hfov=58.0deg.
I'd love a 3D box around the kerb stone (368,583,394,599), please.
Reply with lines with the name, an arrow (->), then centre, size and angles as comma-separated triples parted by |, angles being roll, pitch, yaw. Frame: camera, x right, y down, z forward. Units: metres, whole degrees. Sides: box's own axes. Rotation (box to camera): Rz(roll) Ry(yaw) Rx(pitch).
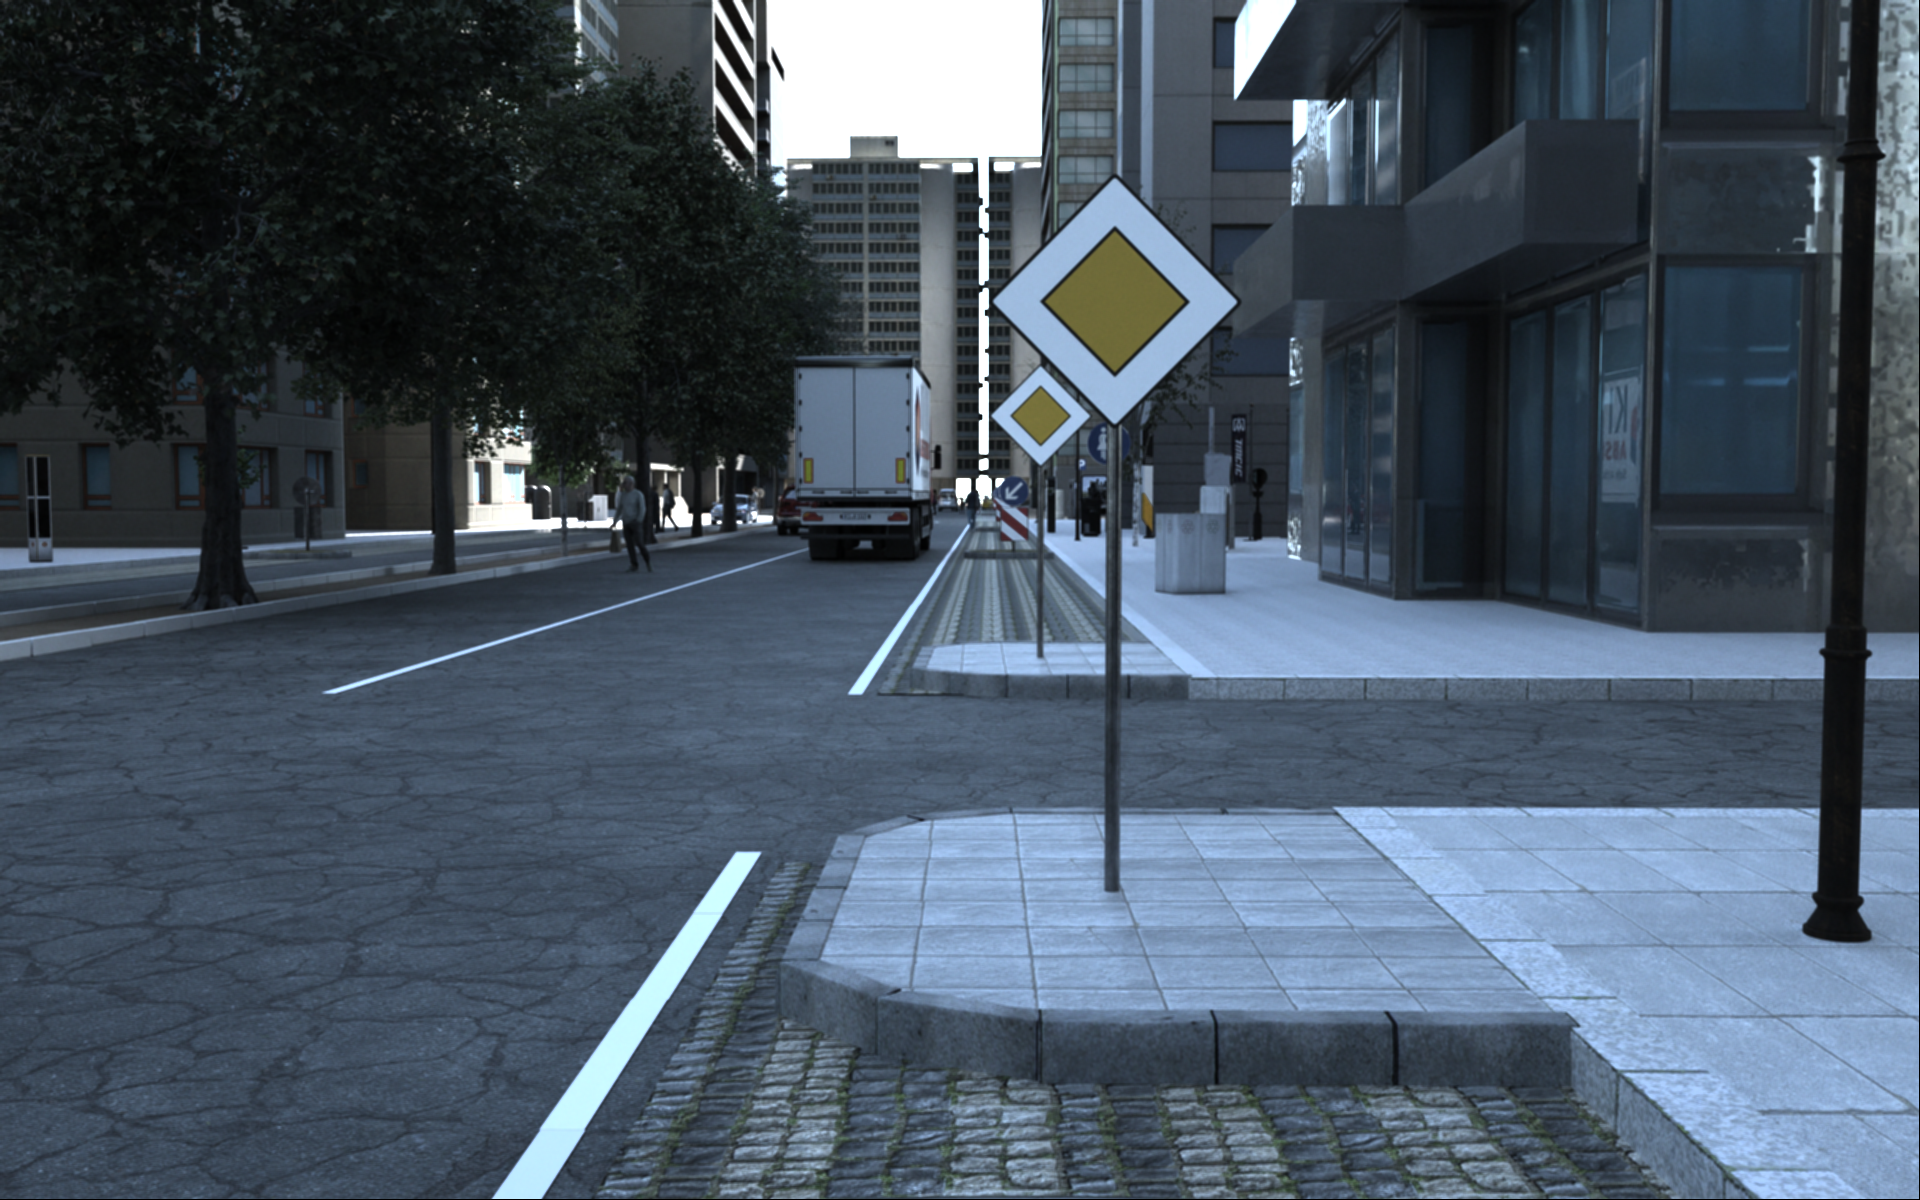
kerb stone -> -8.119, -0.111, 24.017 | 0.120, 0.150, 1.000 | 0, 4, 1

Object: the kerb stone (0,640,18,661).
kerb stone -> -8.277, 0.455, 14.800 | 0.120, 0.150, 1.000 | 0, 4, 1

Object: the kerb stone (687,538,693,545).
kerb stone -> -7.701, -1.615, 48.607 | 0.120, 0.150, 1.000 | 0, 4, 1

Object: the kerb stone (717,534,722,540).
kerb stone -> -7.614, -1.920, 53.724 | 0.120, 0.150, 1.000 | 0, 4, 1

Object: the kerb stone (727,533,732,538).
kerb stone -> -7.573, -2.054, 55.774 | 0.120, 0.150, 1.000 | 0, 4, 1

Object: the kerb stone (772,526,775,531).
kerb stone -> -7.379, -2.741, 67.040 | 0.120, 0.150, 1.000 | 0, 4, 1

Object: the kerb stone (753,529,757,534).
kerb stone -> -7.470, -2.426, 61.911 | 0.120, 0.150, 1.000 | 0, 4, 1

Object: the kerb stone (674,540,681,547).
kerb stone -> -7.726, -1.486, 46.553 | 0.120, 0.150, 1.000 | 0, 4, 1

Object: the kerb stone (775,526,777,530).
kerb stone -> -7.362, -2.803, 68.066 | 0.120, 0.150, 1.000 | 0, 4, 1

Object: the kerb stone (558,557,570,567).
kerb stone -> -7.939, -0.736, 34.258 | 0.120, 0.150, 1.000 | 0, 4, 1

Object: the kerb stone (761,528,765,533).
kerb stone -> -7.432, -2.554, 63.961 | 0.120, 0.150, 1.000 | 0, 4, 1

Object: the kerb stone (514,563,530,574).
kerb stone -> -7.991, -0.547, 31.188 | 0.120, 0.150, 1.000 | 0, 4, 1

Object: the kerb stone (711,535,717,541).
kerb stone -> -7.623, -1.866, 52.701 | 0.120, 0.150, 1.000 | 0, 4, 1

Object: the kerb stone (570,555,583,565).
kerb stone -> -7.919, -0.800, 35.280 | 0.120, 0.150, 1.000 | 0, 4, 1

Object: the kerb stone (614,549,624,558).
kerb stone -> -7.855, -1.050, 39.379 | 0.120, 0.150, 1.000 | 0, 4, 1

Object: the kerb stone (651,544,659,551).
kerb stone -> -7.785, -1.302, 43.487 | 0.120, 0.150, 1.000 | 0, 4, 1

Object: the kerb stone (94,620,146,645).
kerb stone -> -8.248, 0.331, 16.857 | 0.120, 0.150, 1.000 | 0, 4, 1

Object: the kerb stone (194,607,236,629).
kerb stone -> -8.207, 0.205, 18.901 | 0.120, 0.150, 1.000 | 0, 4, 1

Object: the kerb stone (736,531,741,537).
kerb stone -> -7.535, -2.178, 57.819 | 0.120, 0.150, 1.000 | 0, 4, 1

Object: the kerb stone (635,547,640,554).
kerb stone -> -7.821, -1.177, 41.442 | 0.120, 0.150, 1.000 | 0, 4, 1

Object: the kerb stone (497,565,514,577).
kerb stone -> -8.008, -0.487, 30.164 | 0.120, 0.150, 1.000 | 0, 4, 1

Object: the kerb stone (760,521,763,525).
kerb stone -> -9.262, -3.499, 79.404 | 0.120, 0.150, 1.000 | 0, 4, 1

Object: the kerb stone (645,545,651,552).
kerb stone -> -7.798, -1.235, 42.465 | 0.120, 0.150, 1.000 | 0, 4, 1

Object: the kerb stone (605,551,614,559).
kerb stone -> -7.876, -0.988, 38.351 | 0.120, 0.150, 1.000 | 0, 4, 1

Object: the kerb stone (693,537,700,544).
kerb stone -> -7.676, -1.678, 49.629 | 0.120, 0.150, 1.000 | 0, 4, 1

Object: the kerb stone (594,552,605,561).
kerb stone -> -7.887, -0.923, 37.329 | 0.120, 0.150, 1.000 | 0, 4, 1

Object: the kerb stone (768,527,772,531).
kerb stone -> -7.396, -2.680, 66.011 | 0.120, 0.150, 1.000 | 0, 4, 1

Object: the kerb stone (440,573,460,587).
kerb stone -> -8.069, -0.300, 27.097 | 0.120, 0.150, 1.000 | 0, 4, 1

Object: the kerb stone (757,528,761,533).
kerb stone -> -7.441, -2.492, 62.933 | 0.120, 0.150, 1.000 | 0, 4, 1

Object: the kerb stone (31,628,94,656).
kerb stone -> -8.255, 0.390, 15.827 | 0.120, 0.150, 1.000 | 0, 4, 1

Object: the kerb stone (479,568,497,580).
kerb stone -> -8.037, -0.422, 29.142 | 0.120, 0.150, 1.000 | 0, 4, 1

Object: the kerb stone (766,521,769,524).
kerb stone -> -9.229, -3.620, 81.448 | 0.120, 0.150, 1.000 | 0, 4, 1

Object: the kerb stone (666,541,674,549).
kerb stone -> -7.746, -1.425, 45.531 | 0.120, 0.150, 1.000 | 0, 4, 1

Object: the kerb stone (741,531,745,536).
kerb stone -> -7.518, -2.241, 58.841 | 0.120, 0.150, 1.000 | 0, 4, 1

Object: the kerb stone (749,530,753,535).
kerb stone -> -7.479, -2.367, 60.889 | 0.120, 0.150, 1.000 | 0, 4, 1

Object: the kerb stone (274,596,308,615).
kerb stone -> -8.173, 0.076, 20.951 | 0.120, 0.150, 1.000 | 0, 4, 1

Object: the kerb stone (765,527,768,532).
kerb stone -> -7.411, -2.617, 64.989 | 0.120, 0.150, 1.000 | 0, 4, 1

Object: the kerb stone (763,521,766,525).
kerb stone -> -9.245, -3.561, 80.426 | 0.120, 0.150, 1.000 | 0, 4, 1

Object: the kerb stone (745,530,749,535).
kerb stone -> -7.493, -2.301, 59.867 | 0.120, 0.150, 1.000 | 0, 4, 1

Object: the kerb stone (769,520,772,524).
kerb stone -> -9.213, -3.687, 82.479 | 0.120, 0.150, 1.000 | 0, 4, 1

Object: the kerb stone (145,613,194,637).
kerb stone -> -8.226, 0.264, 17.879 | 0.120, 0.150, 1.000 | 0, 4, 1

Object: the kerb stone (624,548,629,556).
kerb stone -> -7.834, -1.112, 40.412 | 0.120, 0.150, 1.000 | 0, 4, 1

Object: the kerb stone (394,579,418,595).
kerb stone -> -8.100, -0.174, 25.043 | 0.120, 0.150, 1.000 | 0, 4, 1

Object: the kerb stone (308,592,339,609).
kerb stone -> -8.154, 0.014, 21.973 | 0.120, 0.150, 1.000 | 0, 4, 1

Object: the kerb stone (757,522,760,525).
kerb stone -> -9.278, -3.436, 78.382 | 0.120, 0.150, 1.000 | 0, 4, 1

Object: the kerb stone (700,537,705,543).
kerb stone -> -7.660, -1.737, 50.652 | 0.120, 0.150, 1.000 | 0, 4, 1

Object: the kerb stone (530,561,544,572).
kerb stone -> -7.979, -0.612, 32.210 | 0.120, 0.150, 1.000 | 0, 4, 1

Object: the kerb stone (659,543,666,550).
kerb stone -> -7.764, -1.365, 44.509 | 0.120, 0.150, 1.000 | 0, 4, 1

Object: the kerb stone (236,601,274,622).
kerb stone -> -8.186, 0.141, 19.929 | 0.120, 0.150, 1.000 | 0, 4, 1

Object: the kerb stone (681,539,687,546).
kerb stone -> -7.709, -1.553, 47.581 | 0.120, 0.150, 1.000 | 0, 4, 1

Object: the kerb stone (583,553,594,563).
kerb stone -> -7.903, -0.857, 36.302 | 0.120, 0.150, 1.000 | 0, 4, 1

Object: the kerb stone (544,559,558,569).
kerb stone -> -7.957, -0.669, 33.233 | 0.120, 0.150, 1.000 | 0, 4, 1

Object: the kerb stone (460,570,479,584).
kerb stone -> -8.055, -0.360, 28.120 | 0.120, 0.150, 1.000 | 0, 4, 1

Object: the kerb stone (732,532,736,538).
kerb stone -> -7.546, -2.113, 56.797 | 0.120, 0.150, 1.000 | 0, 4, 1

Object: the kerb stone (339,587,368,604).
kerb stone -> -8.134, -0.044, 22.995 | 0.120, 0.150, 1.000 | 0, 4, 1

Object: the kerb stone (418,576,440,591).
kerb stone -> -8.084, -0.237, 26.075 | 0.120, 0.150, 1.000 | 0, 4, 1

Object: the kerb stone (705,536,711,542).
kerb stone -> -7.645, -1.803, 51.674 | 0.120, 0.150, 1.000 | 0, 4, 1

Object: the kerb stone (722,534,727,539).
kerb stone -> -7.592, -1.987, 54.751 | 0.120, 0.150, 1.000 | 0, 4, 1
